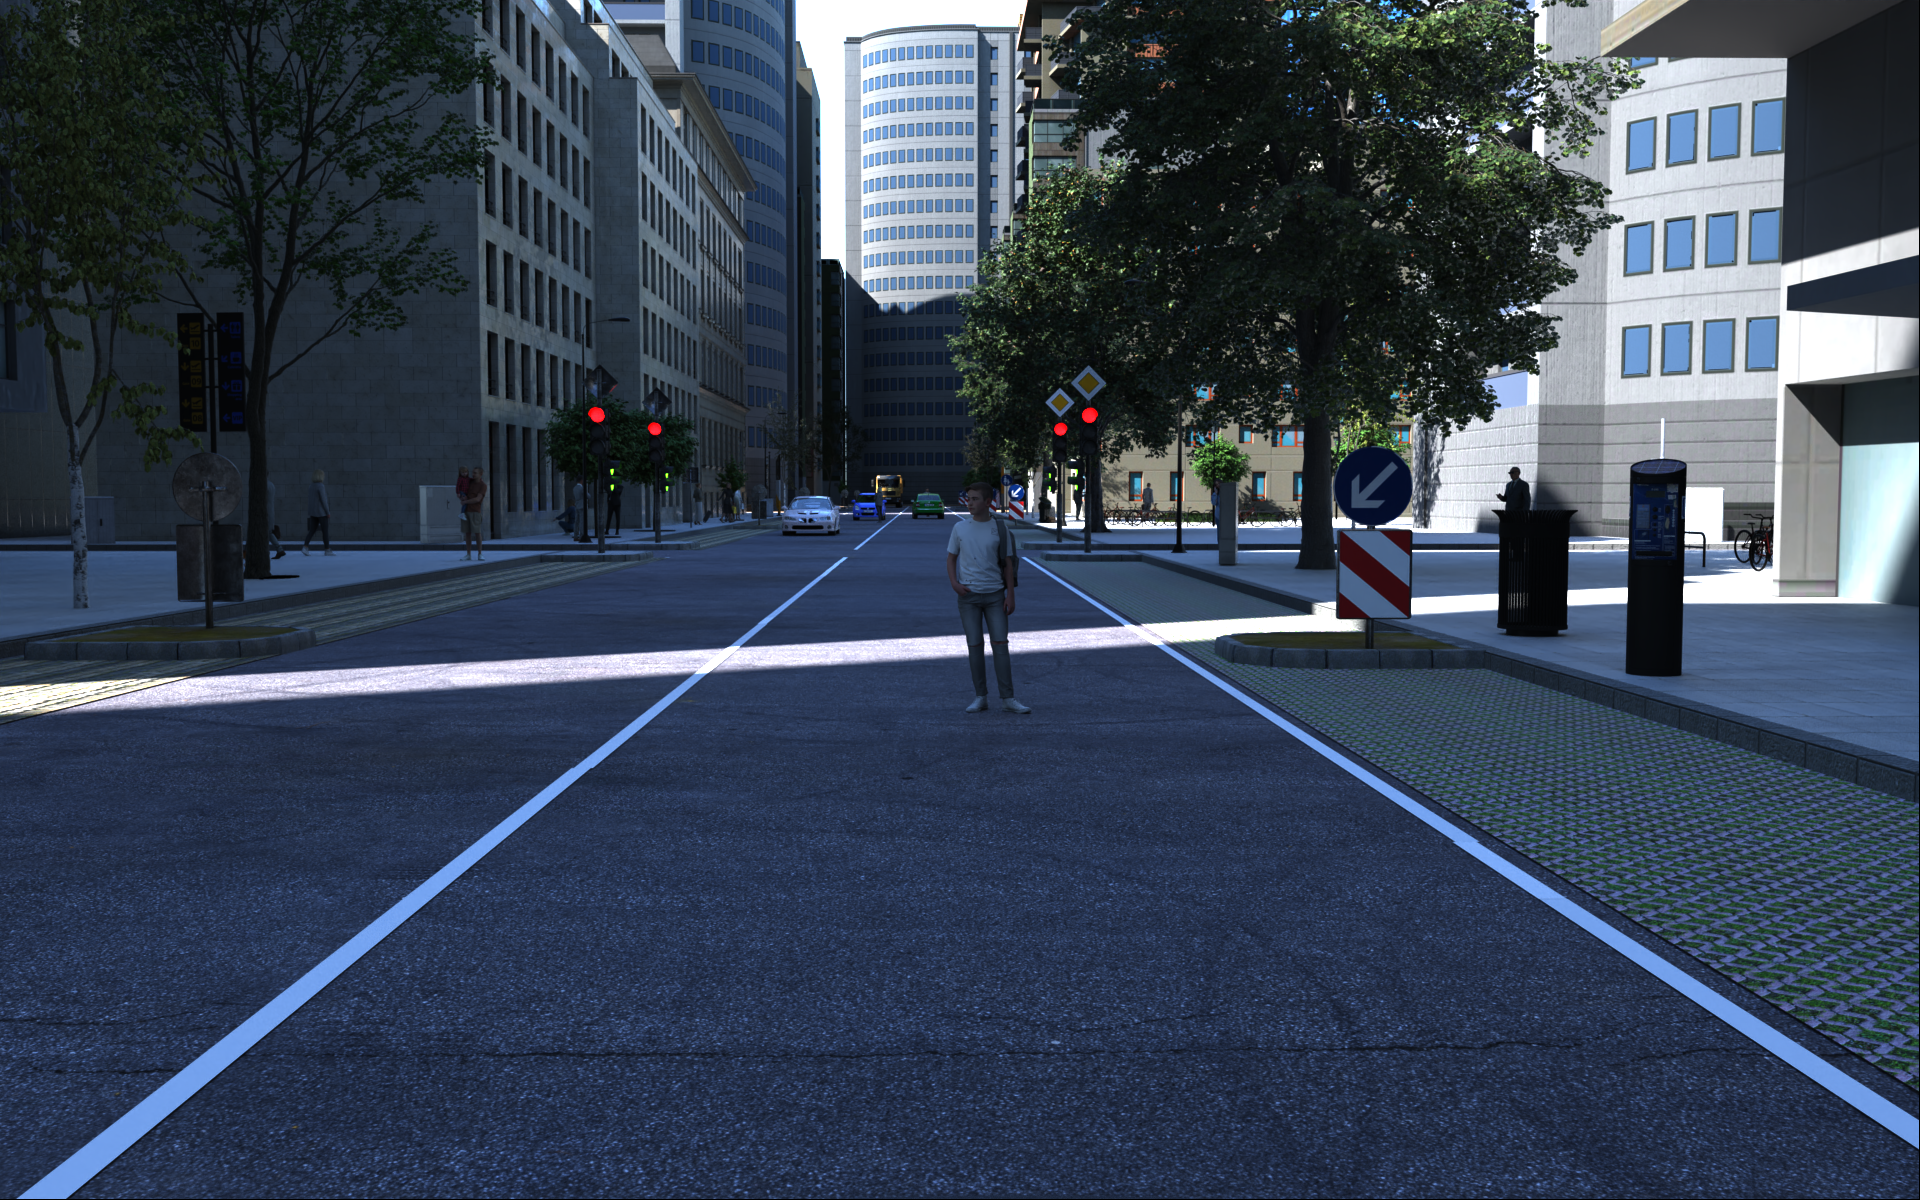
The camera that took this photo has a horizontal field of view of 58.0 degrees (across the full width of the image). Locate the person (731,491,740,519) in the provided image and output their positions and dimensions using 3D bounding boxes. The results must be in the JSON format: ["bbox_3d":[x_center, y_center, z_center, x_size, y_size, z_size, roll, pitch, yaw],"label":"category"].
[{"bbox_3d":[-11.208,-4.878,86.023,0.478,1.798,0.641,-2,4,-28],"label":"person"}]

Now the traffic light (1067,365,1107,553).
[{"bbox_3d":[2.776,-2.989,37.795,0.839,4.253,0.868,0,4,-1],"label":"traffic light"}]

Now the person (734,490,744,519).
[{"bbox_3d":[-11.370,-5.011,88.332,0.694,1.780,0.624,-1,4,-12],"label":"person"}]

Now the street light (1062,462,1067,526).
[{"bbox_3d":[3.574,-5.871,68.526,1.470,5.913,1.316,0,4,-1],"label":"street light"}]

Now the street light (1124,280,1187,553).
[{"bbox_3d":[4.247,-3.984,37.682,1.470,5.913,1.316,0,4,-1],"label":"street light"}]

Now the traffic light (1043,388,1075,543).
[{"bbox_3d":[2.613,-3.478,45.778,0.839,4.253,0.868,0,4,-1],"label":"traffic light"}]

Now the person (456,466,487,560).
[{"bbox_3d":[-9.469,-1.680,33.491,0.580,1.828,0.573,-2,4,-32],"label":"person"}]

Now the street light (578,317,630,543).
[{"bbox_3d":[-9.346,-4.466,45.560,1.470,5.913,1.316,0,4,-1],"label":"street light"}]

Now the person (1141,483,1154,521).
[{"bbox_3d":[8.941,-4.669,82.504,0.709,1.813,0.853,2,4,31],"label":"person"}]

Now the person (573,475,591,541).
[{"bbox_3d":[-10.247,-2.496,47.041,0.511,1.800,0.466,2,4,32],"label":"person"}]

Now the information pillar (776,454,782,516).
[{"bbox_3d":[-10.669,-6.749,101.699,0.183,3.616,0.504,-2,4,-29],"label":"information pillar"}]

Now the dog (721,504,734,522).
[{"bbox_3d":[-10.600,-3.981,79.463,0.513,0.831,0.800,-2,4,-26],"label":"dog"}]

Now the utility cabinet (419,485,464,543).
[{"bbox_3d":[-13.434,-2.216,44.914,0.318,1.500,1.173,2,4,33],"label":"utility cabinet"}]

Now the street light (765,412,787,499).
[{"bbox_3d":[-10.517,-7.700,98.435,1.470,5.913,1.316,0,4,-1],"label":"street light"}]

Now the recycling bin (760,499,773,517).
[{"bbox_3d":[-10.819,-5.165,96.996,0.722,1.027,0.722,0,4,-6],"label":"recycling bin"}]

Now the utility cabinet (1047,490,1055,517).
[{"bbox_3d":[4.092,-4.234,77.904,0.318,1.500,1.173,0,3,0],"label":"utility cabinet"}]

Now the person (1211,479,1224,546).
[{"bbox_3d":[6.150,-1.920,40.160,0.793,1.790,0.793,-1,4,-20],"label":"person"}]

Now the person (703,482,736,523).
[{"bbox_3d":[-10.801,-4.376,77.802,1.509,1.804,0.699,-1,4,-9],"label":"person"}]

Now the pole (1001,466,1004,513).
[{"bbox_3d":[2.871,-7.537,117.070,0.158,3.312,0.155,0,3,0],"label":"pole"}]

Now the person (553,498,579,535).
[{"bbox_3d":[-12.225,-2.581,53.745,0.738,1.151,1.012,2,4,30],"label":"person"}]

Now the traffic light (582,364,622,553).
[{"bbox_3d":[-7.783,-2.975,37.564,0.839,4.253,0.868,0,4,-1],"label":"traffic light"}]

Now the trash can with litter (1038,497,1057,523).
[{"bbox_3d":[3.930,-3.992,76.654,0.624,1.170,1.055,-2,4,-33],"label":"trash can with litter"}]

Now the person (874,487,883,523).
[{"bbox_3d":[-4.104,-4.762,86.548,0.537,1.800,0.526,-2,4,-33],"label":"person"}]

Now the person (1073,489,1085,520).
[{"bbox_3d":[5.935,-4.865,85.767,0.590,1.801,0.661,-3,4,-39],"label":"person"}]

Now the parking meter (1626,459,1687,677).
[{"bbox_3d":[4.944,-0.238,12.303,0.372,1.533,0.369,0,3,0],"label":"parking meter"}]

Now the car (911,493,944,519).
[{"bbox_3d":[-1.870,-5.617,100.636,1.959,1.807,4.718,0,4,-3],"label":"car"}]

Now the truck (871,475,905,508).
[{"bbox_3d":[-7.384,-11.342,181.360,3.469,3.379,9.791,0,4,0],"label":"truck"}]

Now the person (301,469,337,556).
[{"bbox_3d":[-13.390,-1.821,35.998,0.709,1.800,0.728,3,5,40],"label":"person"}]

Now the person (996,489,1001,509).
[{"bbox_3d":[3.098,-8.395,143.962,0.621,1.740,0.551,-1,4,-11],"label":"person"}]

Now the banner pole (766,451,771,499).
[{"bbox_3d":[-11.235,-6.817,101.468,0.401,3.779,0.863,1,4,15],"label":"banner pole"}]

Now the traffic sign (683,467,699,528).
[{"bbox_3d":[-10.225,-3.894,65.795,0.606,2.300,0.079,0,4,2],"label":"traffic sign"}]

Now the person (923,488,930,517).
[{"bbox_3d":[-2.053,-6.190,109.828,0.709,1.813,0.853,-1,4,-17],"label":"person"}]

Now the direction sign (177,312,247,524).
[{"bbox_3d":[-9.352,-1.817,21.711,0.876,3.537,0.379,0,4,8],"label":"direction sign"}]

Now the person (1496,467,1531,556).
[{"bbox_3d":[10.551,-1.643,33.076,0.590,1.801,0.661,-2,4,-29],"label":"person"}]

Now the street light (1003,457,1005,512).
[{"bbox_3d":[2.501,-9.076,120.938,1.470,5.913,1.316,0,4,-1],"label":"street light"}]

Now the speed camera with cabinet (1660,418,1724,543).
[{"bbox_3d":[19.063,-3.140,45.681,2.038,3.252,0.660,0,4,-7],"label":"speed camera with cabinet"}]

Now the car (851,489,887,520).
[{"bbox_3d":[-4.973,-5.230,95.101,1.945,1.707,3.694,0,4,0],"label":"car"}]

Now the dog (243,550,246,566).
[{"bbox_3d":[-12.097,-0.772,29.451,0.406,0.507,0.540,-2,4,-29],"label":"dog"}]

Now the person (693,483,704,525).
[{"bbox_3d":[-10.921,-4.033,72.538,0.362,1.759,0.519,-3,5,-44],"label":"person"}]

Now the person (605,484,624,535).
[{"bbox_3d":[-10.921,-3.006,54.559,0.648,1.900,0.474,1,4,21],"label":"person"}]

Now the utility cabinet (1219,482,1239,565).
[{"bbox_3d":[4.889,-1.400,31.576,0.318,1.500,1.173,1,4,11],"label":"utility cabinet"}]

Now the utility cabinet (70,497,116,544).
[{"bbox_3d":[-22.342,-2.046,44.614,1.020,1.237,0.306,-2,4,-27],"label":"utility cabinet"}]

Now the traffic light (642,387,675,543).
[{"bbox_3d":[-7.945,-3.463,45.548,0.839,4.253,0.868,0,4,-1],"label":"traffic light"}]

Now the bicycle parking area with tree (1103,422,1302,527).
[{"bbox_3d":[9.750,-5.090,70.217,9.016,4.147,8.231,0,4,6],"label":"bicycle parking area with tree"}]

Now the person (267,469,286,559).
[{"bbox_3d":[-13.665,-1.702,33.967,0.767,1.812,0.694,0,4,-5],"label":"person"}]

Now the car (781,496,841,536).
[{"bbox_3d":[-5.243,-2.992,61.286,2.083,1.381,4.827,0,4,-1],"label":"car"}]

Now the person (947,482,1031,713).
[{"bbox_3d":[0.191,-0.019,11.400,0.503,1.515,0.523,-2,4,-27],"label":"person"}]

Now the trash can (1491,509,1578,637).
[{"bbox_3d":[5.217,-0.251,15.761,0.748,1.137,0.748,0,3,0],"label":"trash can"}]

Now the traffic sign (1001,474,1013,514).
[{"bbox_3d":[3.027,-6.849,112.083,0.768,2.556,0.104,1,4,8],"label":"traffic sign"}]
